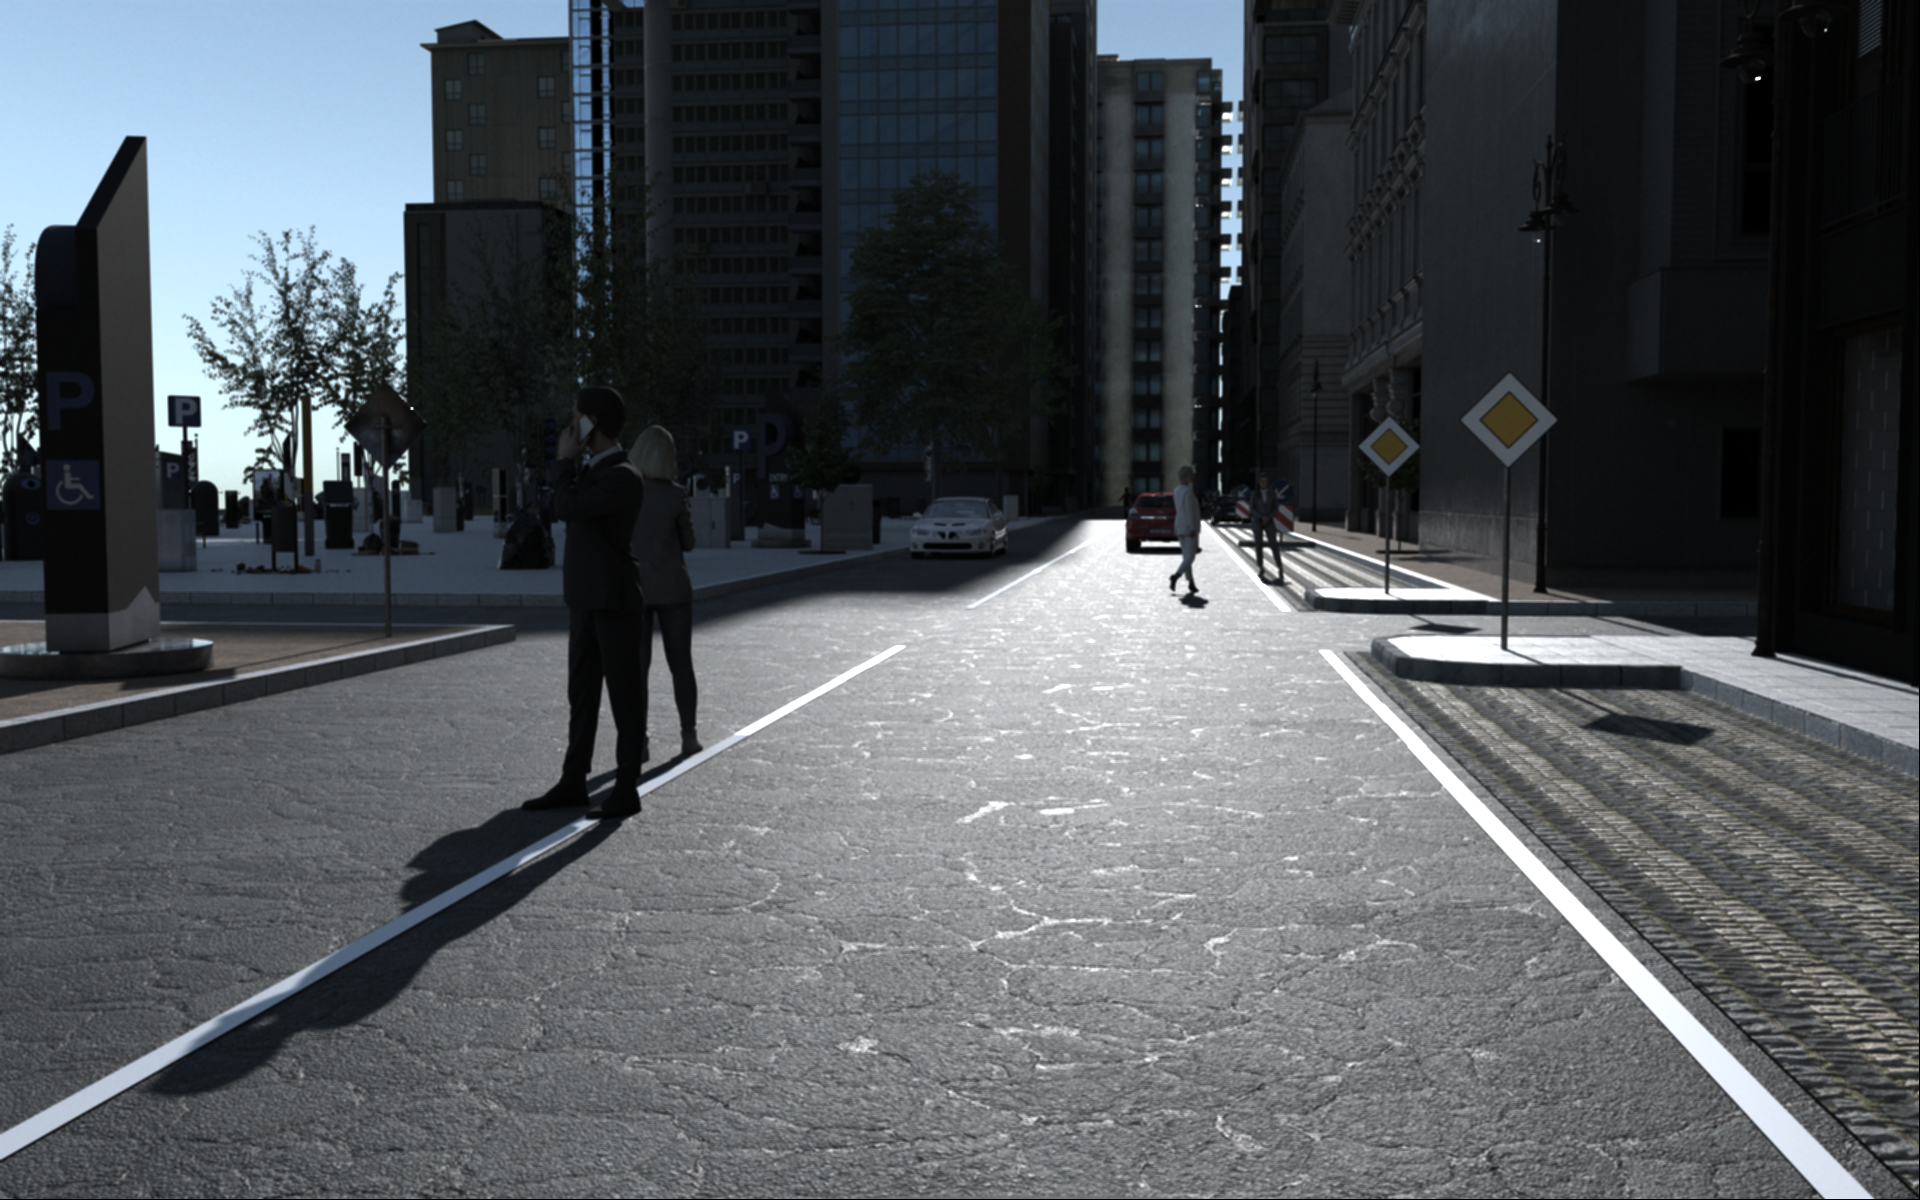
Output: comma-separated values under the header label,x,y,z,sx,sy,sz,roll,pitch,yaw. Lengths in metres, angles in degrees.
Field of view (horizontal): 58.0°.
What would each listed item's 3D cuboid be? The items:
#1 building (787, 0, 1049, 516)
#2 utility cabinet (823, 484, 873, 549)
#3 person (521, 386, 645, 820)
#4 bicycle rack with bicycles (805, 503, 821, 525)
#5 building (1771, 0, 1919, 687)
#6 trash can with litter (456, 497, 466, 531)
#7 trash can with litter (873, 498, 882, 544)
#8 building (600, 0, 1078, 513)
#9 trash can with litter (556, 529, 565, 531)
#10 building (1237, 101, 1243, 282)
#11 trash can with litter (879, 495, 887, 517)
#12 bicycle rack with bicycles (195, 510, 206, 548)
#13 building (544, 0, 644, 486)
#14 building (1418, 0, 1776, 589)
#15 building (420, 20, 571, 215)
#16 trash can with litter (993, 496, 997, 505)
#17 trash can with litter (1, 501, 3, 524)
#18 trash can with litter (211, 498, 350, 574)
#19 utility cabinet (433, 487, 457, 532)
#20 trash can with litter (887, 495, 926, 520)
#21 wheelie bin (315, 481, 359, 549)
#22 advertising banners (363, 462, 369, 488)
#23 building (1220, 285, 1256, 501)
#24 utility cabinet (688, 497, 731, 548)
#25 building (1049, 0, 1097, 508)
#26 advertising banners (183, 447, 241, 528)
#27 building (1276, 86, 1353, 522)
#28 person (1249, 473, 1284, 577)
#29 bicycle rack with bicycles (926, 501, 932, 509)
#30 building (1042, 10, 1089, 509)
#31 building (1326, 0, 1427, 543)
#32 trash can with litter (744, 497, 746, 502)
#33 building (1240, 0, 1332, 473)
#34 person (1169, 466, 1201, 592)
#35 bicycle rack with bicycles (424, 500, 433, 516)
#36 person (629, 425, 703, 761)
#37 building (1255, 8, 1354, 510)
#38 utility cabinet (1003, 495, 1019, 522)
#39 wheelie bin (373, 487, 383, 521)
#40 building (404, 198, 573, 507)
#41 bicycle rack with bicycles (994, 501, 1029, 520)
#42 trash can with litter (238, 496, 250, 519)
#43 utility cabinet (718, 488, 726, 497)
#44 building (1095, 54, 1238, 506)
label,x,y,z,sx,sy,sz,roll,pitch,yaw
building,-1.993,-27.845,105.383,14.600,45.320,14.200,0,4,7
utility cabinet,-2.600,-1.902,39.782,1.173,1.500,0.318,0,4,-7
person,-1.649,0.010,7.697,0.474,1.900,0.648,-2,4,-31
bicycle rack with bicycles,-5.572,-3.604,72.315,2.925,0.926,2.852,0,4,6
building,11.740,-10.718,4.916,12.332,23.373,15.834,0,4,7
trash can with litter,-17.626,-2.966,59.882,1.055,1.170,0.624,1,4,20
trash can with litter,-2.383,-2.041,44.754,0.624,1.170,1.055,-1,4,-15
building,-7.836,-26.535,125.727,32.217,40.220,23.993,0,4,7
trash can with litter,-13.269,-2.988,59.903,1.678,1.210,2.233,0,4,-5
building,45.297,-34.748,187.744,30.456,49.044,23.786,0,4,7
trash can with litter,-4.671,-5.280,97.388,2.233,1.210,1.678,0,4,0
bicycle rack with bicycles,-18.767,-1.633,40.077,2.852,0.926,2.925,-1,4,-13
building,-23.796,-52.149,165.302,31.000,86.520,22.319,0,4,7
building,23.468,-12.688,26.519,30.058,24.678,14.314,0,4,7
building,-42.945,-37.425,201.129,27.495,52.752,28.713,0,4,7
trash can with litter,2.296,-5.120,95.103,1.055,1.170,0.624,0,4,0
trash can with litter,-41.238,-3.869,74.645,0.624,1.170,1.055,3,5,41
trash can with litter,-11.279,-1.061,28.403,2.233,1.210,1.678,2,4,26
utility cabinet,-17.186,-3.000,57.731,0.318,1.500,1.173,0,4,7
trash can with litter,-2.356,-4.690,87.733,2.233,1.210,1.678,0,4,6
wheelie bin,-14.643,-2.006,40.712,0.980,1.594,0.693,-2,4,-23
advertising banners,-31.766,-5.990,94.120,2.074,3.025,0.090,2,4,35
building,37.909,-19.034,156.240,27.650,21.520,28.899,0,4,7
utility cabinet,-5.964,-1.829,41.061,1.020,1.237,0.306,1,4,17
building,2.226,-44.380,163.868,20.611,71.187,20.563,0,4,7
advertising banners,-28.009,-4.199,64.841,2.074,3.025,0.090,0,4,0
building,21.248,-14.543,86.923,9.793,20.994,18.267,0,4,7
person,5.271,-1.284,29.771,0.520,1.790,0.573,-1,4,-12
bicycle rack with bicycles,-0.634,-4.724,90.626,2.852,0.926,2.925,0,4,5
building,3.243,-28.127,143.475,14.154,41.232,14.086,0,4,7
building,17.628,-12.650,57.745,10.553,20.767,40.483,0,4,7
trash can with litter,-11.347,-4.624,86.653,2.233,1.210,1.678,-3,5,-41
building,34.734,-32.879,126.805,28.713,52.752,27.495,0,4,7
person,3.238,-1.023,25.097,0.818,1.842,0.514,-3,5,-42
bicycle rack with bicycles,-30.536,-5.226,98.819,2.852,0.926,2.925,-1,4,-17
person,-1.707,-0.049,9.485,0.537,1.800,0.526,0,4,4
building,25.354,-20.486,106.651,14.160,30.474,14.107,0,4,7
utility cabinet,2.371,-4.280,81.133,0.306,1.237,1.020,2,4,30
wheelie bin,-27.913,-4.544,82.200,0.693,1.594,0.980,0,4,7
building,-45.877,-24.564,173.322,14.107,30.474,14.160,0,4,7
bicycle rack with bicycles,2.194,-4.420,85.656,2.852,0.926,2.925,-1,4,-14
trash can with litter,-36.829,-4.730,88.726,0.624,1.170,1.055,2,4,25
utility cabinet,-8.651,-3.407,64.388,0.318,1.500,1.173,1,4,15
building,14.471,-35.005,191.933,30.456,49.044,23.786,0,4,7
